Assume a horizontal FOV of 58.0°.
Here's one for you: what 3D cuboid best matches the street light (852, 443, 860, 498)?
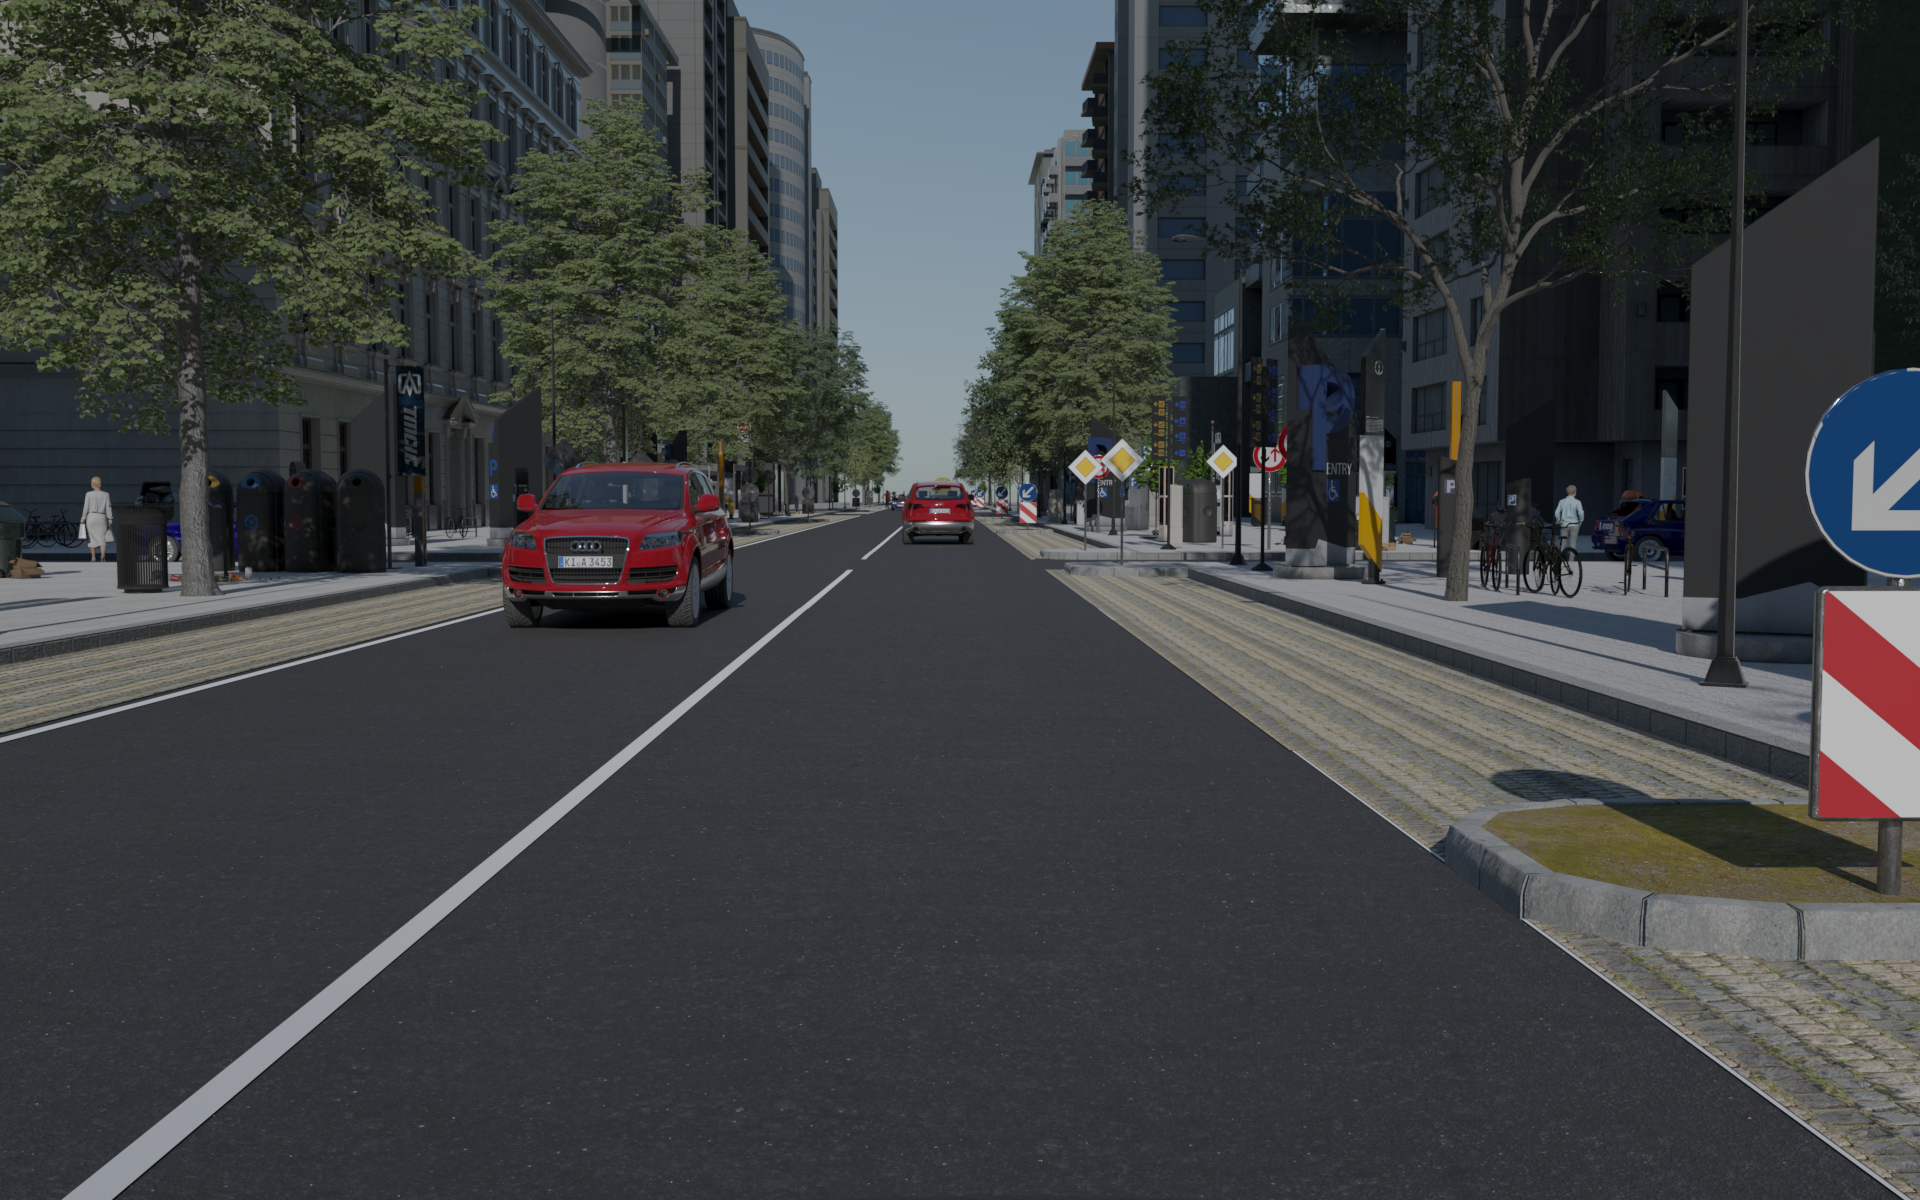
[{"bbox_3d":[-9.827,-11.212,155.859,1.470,5.913,1.316,0,4,-1],"label":"street light"}]

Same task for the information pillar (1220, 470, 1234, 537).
[{"bbox_3d":[8.038,-2.918,52.194,0.304,2.012,0.304,2,4,29],"label":"information pillar"}]

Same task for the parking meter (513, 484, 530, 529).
[{"bbox_3d":[-10.353,-1.986,40.887,0.372,1.533,0.369,0,3,0],"label":"parking meter"}]

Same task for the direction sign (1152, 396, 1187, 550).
[{"bbox_3d":[4.826,-2.937,40.016,0.876,3.537,0.379,-1,4,-20],"label":"direction sign"}]

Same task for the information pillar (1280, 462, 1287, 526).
[{"bbox_3d":[13.141,-4.780,69.511,0.504,3.616,0.183,3,4,38],"label":"information pillar"}]

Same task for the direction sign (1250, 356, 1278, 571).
[{"bbox_3d":[5.065,-2.258,28.919,0.379,3.537,0.876,3,4,38],"label":"direction sign"}]

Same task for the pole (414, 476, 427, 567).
[{"bbox_3d":[-9.535,-2.245,30.546,0.158,3.312,0.155,0,3,0],"label":"pole"}]

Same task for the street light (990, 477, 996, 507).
[{"bbox_3d":[3.238,-9.665,130.566,1.470,5.913,1.316,0,4,-1],"label":"street light"}]

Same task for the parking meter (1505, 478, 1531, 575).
[{"bbox_3d":[8.908,-1.176,27.644,0.372,1.533,0.369,0,3,0],"label":"parking meter"}]

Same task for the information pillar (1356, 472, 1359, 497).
[{"bbox_3d":[13.204,-3.288,58.247,0.304,2.012,0.304,-1,4,-9],"label":"information pillar"}]

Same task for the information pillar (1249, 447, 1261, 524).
[{"bbox_3d":[11.944,-4.804,69.895,0.504,3.616,0.183,1,4,12],"label":"information pillar"}]

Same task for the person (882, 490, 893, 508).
[{"bbox_3d":[-7.236,-10.013,172.175,1.348,1.831,0.705,2,4,24],"label":"person"}]

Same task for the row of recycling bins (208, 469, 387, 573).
[{"bbox_3d":[-11.179,-1.319,28.679,3.534,1.692,1.069,1,4,9],"label":"row of recycling bins"}]

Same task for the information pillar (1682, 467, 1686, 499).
[{"bbox_3d":[19.998,-2.628,47.452,0.304,2.012,0.304,-3,4,-37],"label":"information pillar"}]

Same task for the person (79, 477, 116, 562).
[{"bbox_3d":[-17.455,-1.598,34.981,0.694,1.780,0.624,-1,4,-18],"label":"person"}]

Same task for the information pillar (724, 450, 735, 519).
[{"bbox_3d":[-11.708,-5.904,87.891,0.504,3.616,0.183,0,4,-3],"label":"information pillar"}]

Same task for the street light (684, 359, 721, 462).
[{"bbox_3d":[-8.932,-5.332,59.712,1.470,5.913,1.316,0,4,-1],"label":"street light"}]

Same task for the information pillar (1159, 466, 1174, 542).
[{"bbox_3d":[5.487,-2.542,46.054,0.304,2.012,0.304,-1,4,-23],"label":"information pillar"}]

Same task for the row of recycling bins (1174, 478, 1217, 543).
[{"bbox_3d":[6.346,-2.444,47.076,1.069,1.692,3.534,0,4,-1],"label":"row of recycling bins"}]

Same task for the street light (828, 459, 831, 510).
[{"bbox_3d":[-9.472,-8.774,115.989,1.470,5.913,1.316,0,4,-1],"label":"street light"}]

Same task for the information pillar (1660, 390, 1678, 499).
[{"bbox_3d":[16.092,-2.935,39.347,0.504,3.616,0.183,-2,4,-34],"label":"information pillar"}]

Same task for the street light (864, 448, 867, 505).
[{"bbox_3d":[-10.059,-12.443,175.979,1.470,5.913,1.316,0,4,-1],"label":"street light"}]

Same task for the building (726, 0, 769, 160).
[{"bbox_3d":[-30.391,-33.442,170.480,21.300,48.544,21.600,0,4,-1],"label":"building"}]

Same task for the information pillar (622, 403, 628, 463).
[{"bbox_3d":[-8.706,-3.284,45.056,0.183,3.616,0.504,0,4,-5],"label":"information pillar"}]

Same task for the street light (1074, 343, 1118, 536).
[{"bbox_3d":[4.213,-4.955,53.548,1.470,5.913,1.316,0,4,-1],"label":"street light"}]

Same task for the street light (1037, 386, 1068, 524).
[{"bbox_3d":[3.894,-6.163,73.304,1.470,5.913,1.316,0,4,-1],"label":"street light"}]

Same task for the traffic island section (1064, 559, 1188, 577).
[{"bbox_3d":[2.943,-0.552,31.314,2.009,0.180,2.903,0,4,-1],"label":"traffic island section"}]

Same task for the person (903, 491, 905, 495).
[{"bbox_3d":[-8.506,-15.643,263.900,0.705,1.869,1.348,1,4,16],"label":"person"}]

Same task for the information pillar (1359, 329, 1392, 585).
[{"bbox_3d":[5.840,-2.029,24.532,0.504,3.616,0.183,-3,5,-43],"label":"information pillar"}]

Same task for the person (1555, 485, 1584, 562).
[{"bbox_3d":[12.028,-1.458,34.155,0.330,1.601,0.589,-3,5,-43],"label":"person"}]

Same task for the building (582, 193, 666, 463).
[{"bbox_3d":[-23.298,-14.393,99.956,10.561,19.102,19.286,0,4,-1],"label":"building"}]

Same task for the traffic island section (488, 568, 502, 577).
[{"bbox_3d":[-7.148,-0.546,31.215,2.009,0.180,2.903,0,4,-1],"label":"traffic island section"}]

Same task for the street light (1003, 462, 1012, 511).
[{"bbox_3d":[3.545,-8.618,113.445,1.470,5.913,1.316,0,4,-1],"label":"street light"}]

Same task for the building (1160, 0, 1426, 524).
[{"bbox_3d":[23.236,-47.405,87.742,22.319,86.520,31.000,0,4,-1],"label":"building"}]

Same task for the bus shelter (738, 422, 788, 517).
[{"bbox_3d":[-11.330,-7.429,99.089,2.179,5.291,8.768,0,4,-1],"label":"bus shelter"}]

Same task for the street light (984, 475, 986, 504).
[{"bbox_3d":[2.889,-12.093,170.268,1.470,5.913,1.316,0,4,-1],"label":"street light"}]

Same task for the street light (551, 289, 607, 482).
[{"bbox_3d":[-8.694,-4.088,39.381,1.470,5.913,1.316,0,4,-1],"label":"street light"}]

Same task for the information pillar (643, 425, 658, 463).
[{"bbox_3d":[-10.219,-4.021,57.100,0.504,3.616,0.183,-1,4,-14],"label":"information pillar"}]

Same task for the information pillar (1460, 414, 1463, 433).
[{"bbox_3d":[14.697,-3.655,51.107,0.183,3.616,0.504,-1,4,-19],"label":"information pillar"}]

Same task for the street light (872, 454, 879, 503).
[{"bbox_3d":[-10.325,-13.828,198.635,1.470,5.913,1.316,0,4,-1],"label":"street light"}]

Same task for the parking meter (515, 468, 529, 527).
[{"bbox_3d":[-9.692,-1.995,38.333,0.255,1.863,0.399,-1,4,-21],"label":"parking meter"}]

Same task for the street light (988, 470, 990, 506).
[{"bbox_3d":[3.238,-10.885,150.513,1.470,5.913,1.316,0,4,-1],"label":"street light"}]

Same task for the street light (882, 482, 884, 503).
[{"bbox_3d":[-10.520,-15.037,218.391,1.470,5.913,1.316,0,4,-1],"label":"street light"}]

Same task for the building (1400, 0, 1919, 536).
[{"bbox_3d":[23.051,-17.374,55.774,14.107,30.474,14.160,0,4,-1],"label":"building"}]

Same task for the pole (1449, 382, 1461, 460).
[{"bbox_3d":[8.991,-2.303,31.502,0.158,3.312,0.155,0,3,0],"label":"pole"}]

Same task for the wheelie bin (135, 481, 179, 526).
[{"bbox_3d":[-19.435,-2.087,42.026,0.980,1.594,0.693,-3,5,-44],"label":"wheelie bin"}]

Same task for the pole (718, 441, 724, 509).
[{"bbox_3d":[-9.110,-4.419,66.093,0.158,3.312,0.155,0,3,0],"label":"pole"}]

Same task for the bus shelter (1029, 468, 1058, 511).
[{"bbox_3d":[5.357,-7.186,111.417,2.014,3.302,5.546,0,4,0],"label":"bus shelter"}]

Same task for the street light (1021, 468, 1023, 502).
[{"bbox_3d":[3.730,-7.371,93.061,1.470,5.913,1.316,0,4,-1],"label":"street light"}]

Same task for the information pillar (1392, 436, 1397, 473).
[{"bbox_3d":[15.267,-4.298,61.622,0.504,3.616,0.183,-1,4,-16],"label":"information pillar"}]

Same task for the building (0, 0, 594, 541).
[{"bbox_3d":[-26.701,-17.828,67.901,17.030,29.872,44.131,0,4,-1],"label":"building"}]

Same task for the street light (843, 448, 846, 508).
[{"bbox_3d":[-9.728,-10.004,136.101,1.470,5.913,1.316,0,4,-1],"label":"street light"}]

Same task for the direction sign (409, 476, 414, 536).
[{"bbox_3d":[-16.855,-3.760,53.467,0.876,3.537,0.379,2,4,33],"label":"direction sign"}]

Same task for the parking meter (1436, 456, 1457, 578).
[{"bbox_3d":[7.550,-1.279,26.622,0.399,1.863,0.255,1,4,9],"label":"parking meter"}]

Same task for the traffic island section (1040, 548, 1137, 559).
[{"bbox_3d":[2.861,-1.041,39.299,2.009,0.180,2.903,0,4,-1],"label":"traffic island section"}]

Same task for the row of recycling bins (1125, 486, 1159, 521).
[{"bbox_3d":[7.892,-4.642,83.002,3.534,1.692,1.069,2,4,29],"label":"row of recycling bins"}]
